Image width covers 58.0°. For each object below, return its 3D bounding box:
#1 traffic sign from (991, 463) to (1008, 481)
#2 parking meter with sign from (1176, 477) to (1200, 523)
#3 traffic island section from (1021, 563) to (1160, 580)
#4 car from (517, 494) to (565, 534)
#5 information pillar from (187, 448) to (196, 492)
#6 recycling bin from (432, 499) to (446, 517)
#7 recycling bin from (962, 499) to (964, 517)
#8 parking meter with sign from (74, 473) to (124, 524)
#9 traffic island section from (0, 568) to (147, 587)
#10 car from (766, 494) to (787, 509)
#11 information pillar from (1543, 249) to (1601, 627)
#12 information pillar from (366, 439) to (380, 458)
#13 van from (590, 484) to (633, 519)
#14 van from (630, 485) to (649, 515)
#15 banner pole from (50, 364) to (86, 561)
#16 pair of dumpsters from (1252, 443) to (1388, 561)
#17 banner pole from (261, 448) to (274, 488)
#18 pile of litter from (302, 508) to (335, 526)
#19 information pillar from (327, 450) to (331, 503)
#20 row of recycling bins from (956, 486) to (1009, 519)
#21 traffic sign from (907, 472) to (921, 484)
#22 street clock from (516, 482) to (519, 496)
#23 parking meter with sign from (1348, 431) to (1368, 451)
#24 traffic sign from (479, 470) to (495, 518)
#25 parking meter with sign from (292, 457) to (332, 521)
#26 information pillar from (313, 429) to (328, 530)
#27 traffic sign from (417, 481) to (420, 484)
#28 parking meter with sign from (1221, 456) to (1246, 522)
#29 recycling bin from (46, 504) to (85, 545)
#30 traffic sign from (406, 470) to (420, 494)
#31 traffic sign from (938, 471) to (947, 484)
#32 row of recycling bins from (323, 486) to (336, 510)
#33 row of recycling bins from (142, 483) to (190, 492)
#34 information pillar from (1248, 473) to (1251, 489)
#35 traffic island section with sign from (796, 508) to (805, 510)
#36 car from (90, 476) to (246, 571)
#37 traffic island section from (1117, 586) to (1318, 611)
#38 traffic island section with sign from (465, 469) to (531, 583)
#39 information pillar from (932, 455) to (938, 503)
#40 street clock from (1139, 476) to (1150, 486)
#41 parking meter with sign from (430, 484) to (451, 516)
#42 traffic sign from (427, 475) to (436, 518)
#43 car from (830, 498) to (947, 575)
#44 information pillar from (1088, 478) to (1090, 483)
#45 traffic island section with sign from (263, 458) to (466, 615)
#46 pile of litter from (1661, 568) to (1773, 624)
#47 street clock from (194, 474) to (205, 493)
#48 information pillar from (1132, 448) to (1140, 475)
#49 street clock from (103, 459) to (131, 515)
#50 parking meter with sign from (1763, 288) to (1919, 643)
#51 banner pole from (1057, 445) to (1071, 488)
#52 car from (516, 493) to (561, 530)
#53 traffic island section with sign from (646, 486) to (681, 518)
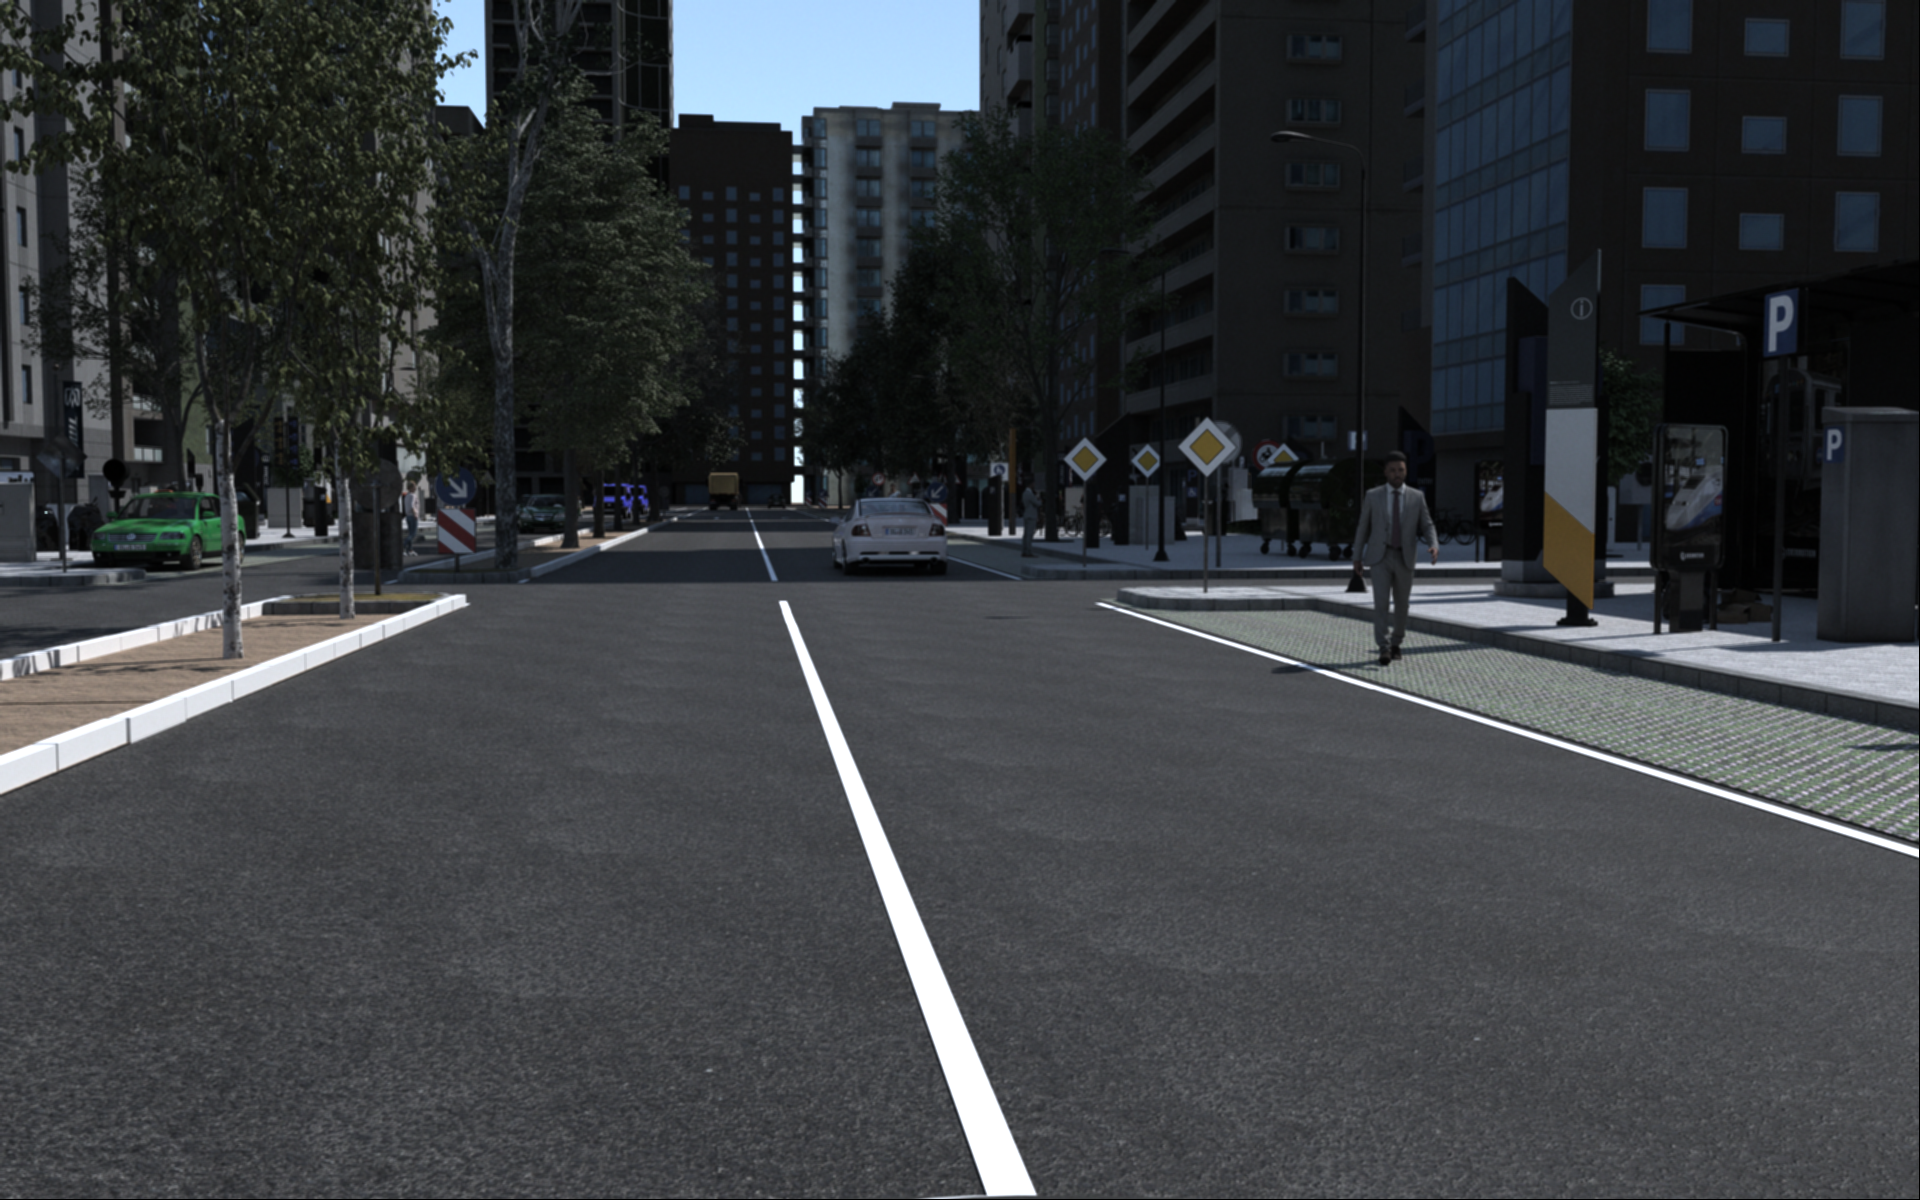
[{"bbox_3d":[1.273,-3.296,56.023,0.606,2.300,0.079,0,4,-2],"label":"traffic sign"},{"bbox_3d":[10.247,-4.944,77.101,1.738,3.016,0.543,-1,4,-20],"label":"parking meter with sign"},{"bbox_3d":[2.205,-0.498,30.421,2.009,0.180,2.903,0,4,-7],"label":"traffic island section"},{"bbox_3d":[-15.237,-3.200,64.112,2.131,1.459,4.920,-1,4,-9],"label":"car"},{"bbox_3d":[-38.946,-5.897,87.767,0.504,3.616,0.183,2,4,28],"label":"information pillar"},{"bbox_3d":[-29.402,-5.205,97.655,0.722,1.027,0.722,-1,4,-12],"label":"recycling bin"},{"bbox_3d":[-0.261,-5.230,98.065,0.722,1.027,0.722,3,5,41],"label":"recycling bin"},{"bbox_3d":[-30.763,-4.019,61.978,1.738,3.016,0.543,-1,4,-11],"label":"parking meter with sign"},{"bbox_3d":[-14.653,-0.368,28.304,2.009,0.180,2.903,0,4,-7],"label":"traffic island section"},{"bbox_3d":[-17.994,-9.792,169.882,2.009,1.686,4.222,0,4,-7],"label":"car"},{"bbox_3d":[5.953,-1.558,16.828,0.504,3.616,0.183,3,4,38],"label":"information pillar"},{"bbox_3d":[-20.892,-4.298,61.626,0.504,3.616,0.183,0,4,-2],"label":"information pillar"},{"bbox_3d":[-20.033,-5.843,99.919,2.240,2.365,5.245,0,4,-7],"label":"van"},{"bbox_3d":[-22.633,-7.049,119.630,2.240,2.365,5.245,0,4,-7],"label":"van"},{"bbox_3d":[-17.334,-2.669,33.660,0.401,3.779,0.863,1,4,18],"label":"banner pole"},{"bbox_3d":[7.290,-1.988,35.004,1.574,2.255,4.437,0,4,-7],"label":"pair of dumpsters"},{"bbox_3d":[-37.270,-6.326,93.439,0.401,3.779,0.863,3,5,43],"label":"banner pole"},{"bbox_3d":[-26.006,-3.424,69.947,1.176,0.858,1.719,3,5,41],"label":"pile of litter"},{"bbox_3d":[-33.755,-6.186,92.500,0.183,3.616,0.504,1,4,9],"label":"information pillar"},{"bbox_3d":[1.082,-5.001,88.875,3.534,1.692,1.069,0,4,2],"label":"row of recycling bins"},{"bbox_3d":[-2.469,-5.783,94.550,0.884,2.594,0.081,0,4,-2],"label":"traffic sign"},{"bbox_3d":[-24.849,-5.631,96.642,0.471,2.002,0.358,-1,4,-13],"label":"street clock"},{"bbox_3d":[11.295,-3.190,48.412,0.543,3.016,1.738,2,4,26],"label":"parking meter with sign"},{"bbox_3d":[-25.416,-5.699,93.190,0.884,2.594,0.081,0,4,-6],"label":"traffic sign"},{"bbox_3d":[-30.806,-5.271,82.435,0.543,3.016,1.738,3,5,40],"label":"parking meter with sign"},{"bbox_3d":[-23.124,-4.346,62.409,0.183,3.616,0.504,0,4,6],"label":"information pillar"},{"bbox_3d":[-29.498,-5.712,93.504,0.768,2.556,0.104,0,4,-4],"label":"traffic sign"},{"bbox_3d":[12.239,-5.095,79.562,1.738,3.016,0.543,-1,4,-18],"label":"parking meter with sign"},{"bbox_3d":[-22.782,-1.938,44.246,0.722,1.027,0.722,1,4,14],"label":"recycling bin"},{"bbox_3d":[-28.942,-5.603,91.715,0.768,2.556,0.104,0,4,-3],"label":"traffic sign"},{"bbox_3d":[-0.964,-5.749,93.993,0.884,2.594,0.081,0,4,-3],"label":"traffic sign"},{"bbox_3d":[-34.674,-5.357,94.694,1.069,1.692,3.534,-1,4,-22],"label":"row of recycling bins"},{"bbox_3d":[-30.527,-3.627,66.409,1.069,1.692,3.534,-3,5,-44],"label":"row of recycling bins"},{"bbox_3d":[10.064,-3.472,61.263,0.304,2.012,0.304,-3,5,-42],"label":"information pillar"},{"bbox_3d":[-14.097,-9.222,159.408,1.989,1.847,2.006,0,4,-7],"label":"traffic island section with sign"},{"bbox_3d":[-15.228,-1.509,33.465,1.959,1.807,4.718,0,4,-7],"label":"car"},{"bbox_3d":[3.206,-0.013,22.498,2.009,0.180,2.903,0,4,-7],"label":"traffic island section"},{"bbox_3d":[-8.258,-1.262,28.762,2.006,1.907,1.989,0,4,-7],"label":"traffic island section with sign"},{"bbox_3d":[-1.190,-5.509,81.425,0.183,3.616,0.504,2,4,24],"label":"information pillar"},{"bbox_3d":[7.328,-3.952,69.189,0.358,2.002,0.471,-3,4,-37],"label":"street clock"},{"bbox_3d":[-30.650,-6.432,101.419,1.738,3.016,0.543,-3,5,-40],"label":"parking meter with sign"},{"bbox_3d":[-28.185,-5.669,92.797,0.768,2.556,0.104,0,4,-4],"label":"traffic sign"},{"bbox_3d":[-1.341,-1.208,32.114,2.083,1.381,4.827,0,4,-8],"label":"car"},{"bbox_3d":[6.094,-4.630,80.186,0.304,2.012,0.304,0,4,7],"label":"information pillar"},{"bbox_3d":[-7.340,-0.812,21.412,2.006,1.907,1.989,0,4,-7],"label":"traffic island section with sign"},{"bbox_3d":[7.852,-0.235,17.804,1.719,0.858,1.176,-3,4,-39],"label":"pile of litter"},{"bbox_3d":[-27.024,-3.486,61.569,0.358,2.002,0.471,-2,4,-29],"label":"street clock"},{"bbox_3d":[8.928,-5.903,87.865,0.504,3.616,0.183,-2,4,-33],"label":"information pillar"},{"bbox_3d":[-17.371,-1.905,35.720,0.471,2.002,0.358,0,4,-2],"label":"street clock"},{"bbox_3d":[7.920,-1.147,15.015,1.738,3.016,0.543,0,4,-3],"label":"parking meter with sign"},{"bbox_3d":[5.397,-6.060,89.096,0.863,3.779,0.401,-1,4,-8],"label":"banner pole"},{"bbox_3d":[-16.987,-3.649,69.448,2.009,1.686,4.222,-1,4,-8],"label":"car"},{"bbox_3d":[-17.684,-5.821,103.310,2.006,1.907,1.989,0,4,-7],"label":"traffic island section with sign"}]
